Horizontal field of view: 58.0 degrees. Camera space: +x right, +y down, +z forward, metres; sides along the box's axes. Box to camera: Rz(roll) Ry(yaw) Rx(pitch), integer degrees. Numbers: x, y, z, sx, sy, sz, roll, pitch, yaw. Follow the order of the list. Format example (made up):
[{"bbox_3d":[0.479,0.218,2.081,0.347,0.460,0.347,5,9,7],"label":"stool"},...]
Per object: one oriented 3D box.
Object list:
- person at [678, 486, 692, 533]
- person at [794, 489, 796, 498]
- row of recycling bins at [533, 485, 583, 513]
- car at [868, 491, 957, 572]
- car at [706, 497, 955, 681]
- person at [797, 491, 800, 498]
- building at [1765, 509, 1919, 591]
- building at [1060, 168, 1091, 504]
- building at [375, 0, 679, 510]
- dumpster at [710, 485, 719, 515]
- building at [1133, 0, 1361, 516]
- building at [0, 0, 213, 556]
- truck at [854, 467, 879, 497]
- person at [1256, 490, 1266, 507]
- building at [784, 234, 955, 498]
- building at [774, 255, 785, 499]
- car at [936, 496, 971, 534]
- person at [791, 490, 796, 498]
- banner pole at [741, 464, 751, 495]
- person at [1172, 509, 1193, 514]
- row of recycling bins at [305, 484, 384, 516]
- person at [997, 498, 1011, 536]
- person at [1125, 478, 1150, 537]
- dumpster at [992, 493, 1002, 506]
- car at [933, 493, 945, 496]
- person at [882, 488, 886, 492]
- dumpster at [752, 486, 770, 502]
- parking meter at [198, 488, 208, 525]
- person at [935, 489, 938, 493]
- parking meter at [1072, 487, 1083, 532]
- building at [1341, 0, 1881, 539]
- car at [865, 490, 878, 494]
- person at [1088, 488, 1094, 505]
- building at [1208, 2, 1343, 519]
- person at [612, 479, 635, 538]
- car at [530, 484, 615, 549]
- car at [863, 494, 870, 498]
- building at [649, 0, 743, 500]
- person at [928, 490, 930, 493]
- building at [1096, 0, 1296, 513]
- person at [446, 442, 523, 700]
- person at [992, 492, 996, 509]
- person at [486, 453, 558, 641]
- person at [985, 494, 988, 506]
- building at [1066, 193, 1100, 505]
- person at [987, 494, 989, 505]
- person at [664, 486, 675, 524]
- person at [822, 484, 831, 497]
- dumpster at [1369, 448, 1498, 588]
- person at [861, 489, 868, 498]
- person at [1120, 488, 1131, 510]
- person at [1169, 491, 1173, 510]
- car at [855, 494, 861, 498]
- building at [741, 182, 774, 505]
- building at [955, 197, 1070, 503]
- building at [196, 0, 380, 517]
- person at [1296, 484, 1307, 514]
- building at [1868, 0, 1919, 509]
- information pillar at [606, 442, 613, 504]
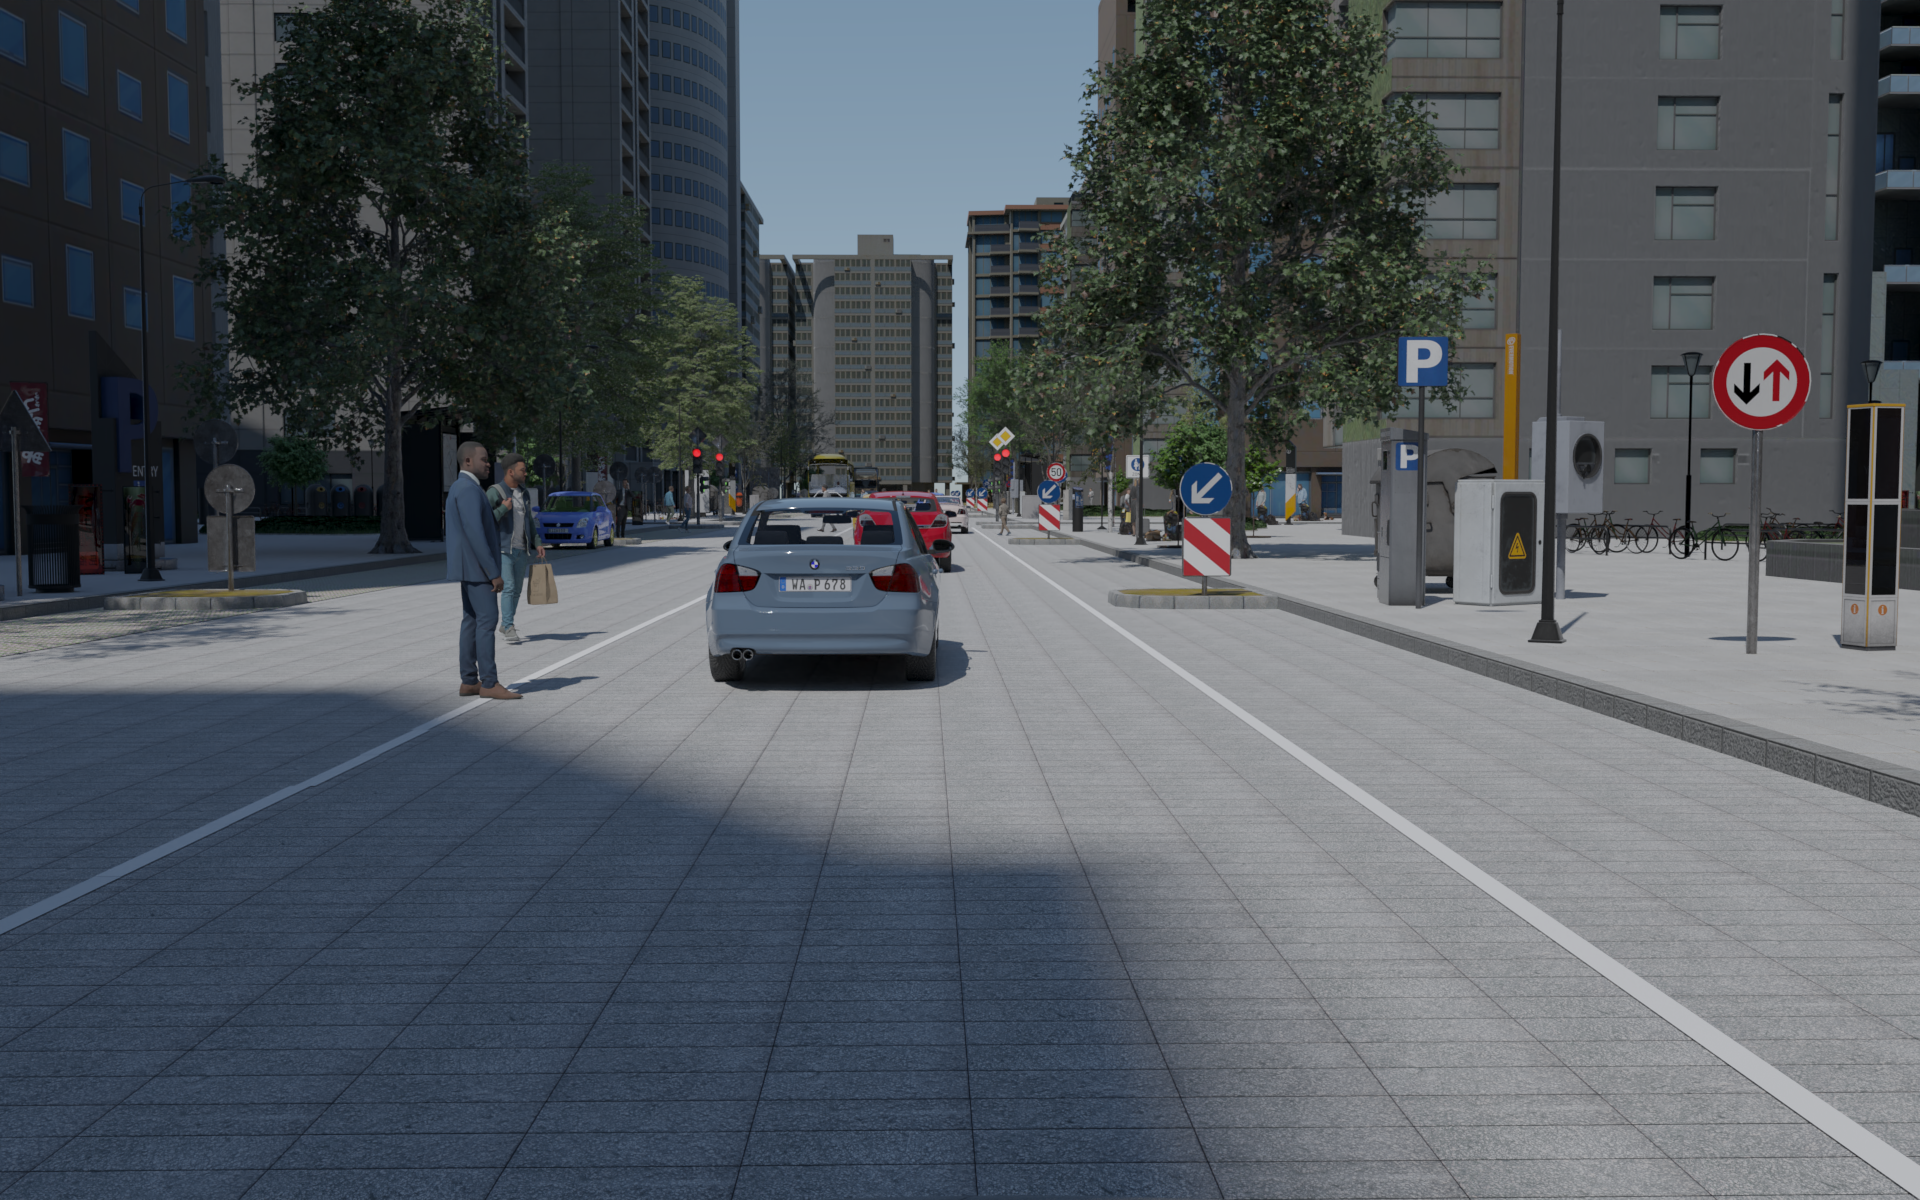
[{"bbox_3d":[-10.167,-3.358,64.070,0.598,1.740,0.731,-2,4,-30],"label":"person"},{"bbox_3d":[-18.873,-11.751,198.254,0.705,1.814,1.350,1,4,9],"label":"person"},{"bbox_3d":[-18.349,-4.504,80.747,3.534,1.692,1.069,1,4,8],"label":"row of recycling bins"},{"bbox_3d":[-1.110,-1.475,33.164,2.155,1.783,4.494,0,4,-3],"label":"car"},{"bbox_3d":[-1.049,-0.156,14.554,2.014,1.417,4.499,0,4,0],"label":"car"},{"bbox_3d":[-21.468,-13.679,230.629,0.756,1.711,0.436,3,5,44],"label":"person"},{"bbox_3d":[22.481,-28.904,14.575,21.231,58.520,28.212,0,4,-1],"label":"building"},{"bbox_3d":[25.426,-31.778,211.446,32.217,40.220,23.993,0,4,-1],"label":"building"},{"bbox_3d":[-33.887,-42.950,140.488,20.563,71.187,20.611,0,4,-1],"label":"building"},{"bbox_3d":[-15.269,-6.038,104.478,1.264,1.857,1.865,0,4,-1],"label":"dumpster"},{"bbox_3d":[19.095,-26.815,122.026,14.154,41.232,14.086,0,4,-1],"label":"building"},{"bbox_3d":[-26.395,-23.677,37.227,14.600,45.320,14.200,0,4,-1],"label":"building"},{"bbox_3d":[-9.895,-11.848,182.635,2.839,4.237,11.283,0,4,-2],"label":"truck"},{"bbox_3d":[14.260,-4.575,81.848,0.512,1.701,0.522,3,4,36],"label":"person"},{"bbox_3d":[-12.801,-34.876,262.100,23.993,40.220,32.217,0,4,-1],"label":"building"},{"bbox_3d":[-37.034,-34.854,261.749,23.993,40.220,32.217,0,4,-1],"label":"building"},{"bbox_3d":[-0.620,-3.147,63.812,2.083,1.381,4.827,0,4,0],"label":"car"},{"bbox_3d":[-18.422,-11.338,192.157,0.721,1.736,1.217,1,4,13],"label":"person"},{"bbox_3d":[-15.530,-8.330,126.219,0.863,3.779,0.401,-1,4,-13],"label":"banner pole"},{"bbox_3d":[9.324,-3.765,73.104,1.012,1.151,0.738,0,4,-5],"label":"person"},{"bbox_3d":[-24.950,-3.907,70.993,3.534,1.692,1.069,-1,4,-19],"label":"row of recycling bins"},{"bbox_3d":[1.497,-2.860,59.535,0.640,1.303,0.475,2,4,35],"label":"person"},{"bbox_3d":[5.300,-2.780,51.707,0.699,1.804,1.509,0,4,4],"label":"person"},{"bbox_3d":[3.552,-9.093,154.428,1.264,1.857,1.865,0,4,-1],"label":"dumpster"},{"bbox_3d":[-1.353,-4.659,85.765,1.945,1.707,3.694,0,4,1],"label":"car"},{"bbox_3d":[-3.944,-4.886,89.229,0.563,1.720,0.643,1,4,22],"label":"person"},{"bbox_3d":[-14.227,-7.224,123.878,1.264,1.857,1.865,0,4,-1],"label":"dumpster"},{"bbox_3d":[-31.672,-3.919,72.492,0.372,1.533,0.369,0,3,0],"label":"parking meter"},{"bbox_3d":[-1.659,-6.980,122.718,0.391,1.810,0.635,-2,4,-31],"label":"person"},{"bbox_3d":[3.993,-3.076,58.699,0.372,1.533,0.369,0,3,0],"label":"parking meter"},{"bbox_3d":[19.003,-22.726,55.161,14.154,41.232,14.086,0,4,-1],"label":"building"},{"bbox_3d":[-8.896,-10.013,172.392,2.281,1.827,5.304,0,4,0],"label":"car"},{"bbox_3d":[11.096,-8.636,147.442,0.583,1.804,0.606,-3,5,-44],"label":"person"},{"bbox_3d":[20.768,-27.274,96.046,14.200,45.320,14.600,0,4,-1],"label":"building"},{"bbox_3d":[-10.304,-2.769,53.134,0.474,1.900,0.648,3,5,44],"label":"person"},{"bbox_3d":[-10.250,-2.213,45.769,1.945,1.707,3.694,0,4,-1],"label":"car"},{"bbox_3d":[-2.500,-2.783,55.723,2.015,1.641,3.980,0,4,0],"label":"car"},{"bbox_3d":[-33.281,-38.304,168.275,21.231,58.520,28.212,0,4,-1],"label":"building"},{"bbox_3d":[-2.816,-8.823,153.023,0.520,1.790,0.573,3,5,43],"label":"person"},{"bbox_3d":[18.986,-30.208,144.005,14.600,45.320,14.200,0,4,-1],"label":"building"},{"bbox_3d":[-3.417,-0.217,12.228,0.419,1.800,0.721,-2,4,-34],"label":"person"},{"bbox_3d":[2.823,-8.486,144.968,0.526,1.800,0.537,2,4,30],"label":"person"},{"bbox_3d":[-4.286,-0.504,16.720,0.794,1.824,0.713,-3,5,-41],"label":"person"},{"bbox_3d":[2.691,-10.891,184.558,0.568,1.767,0.683,1,4,13],"label":"person"},{"bbox_3d":[17.215,-24.275,168.601,14.160,30.474,14.107,0,4,-1],"label":"building"},{"bbox_3d":[3.292,-11.954,201.508,0.705,1.823,1.348,0,4,1],"label":"person"},{"bbox_3d":[-13.092,-4.227,77.955,0.444,1.785,0.601,-2,4,-33],"label":"person"},{"bbox_3d":[-5.015,-3.448,65.143,0.850,1.792,0.678,1,4,13],"label":"person"},{"bbox_3d":[6.239,-1.043,22.816,1.264,1.857,1.865,0,4,-1],"label":"dumpster"},{"bbox_3d":[-7.042,-7.341,128.792,0.793,1.790,0.793,-1,4,-13],"label":"person"},{"bbox_3d":[6.248,-3.417,64.512,0.523,1.515,0.503,-1,4,-21],"label":"person"},{"bbox_3d":[11.582,-5.348,93.386,0.836,1.842,0.656,3,5,44],"label":"person"},{"bbox_3d":[-8.580,-8.819,152.988,1.959,1.807,4.718,0,4,0],"label":"car"},{"bbox_3d":[-35.916,-31.417,205.541,23.993,40.220,32.217,0,4,-1],"label":"building"},{"bbox_3d":[13.716,-36.911,258.117,28.867,44.769,22.147,0,4,-1],"label":"building"},{"bbox_3d":[-35.291,-40.755,104.599,20.563,71.187,20.611,0,4,-1],"label":"building"},{"bbox_3d":[16.959,-4.857,85.717,0.793,1.790,0.793,1,4,21],"label":"person"},{"bbox_3d":[54.209,-48.054,98.357,31.000,86.520,22.319,0,4,-1],"label":"building"},{"bbox_3d":[-14.492,-4.906,71.567,0.504,3.616,0.183,3,5,41],"label":"information pillar"}]
